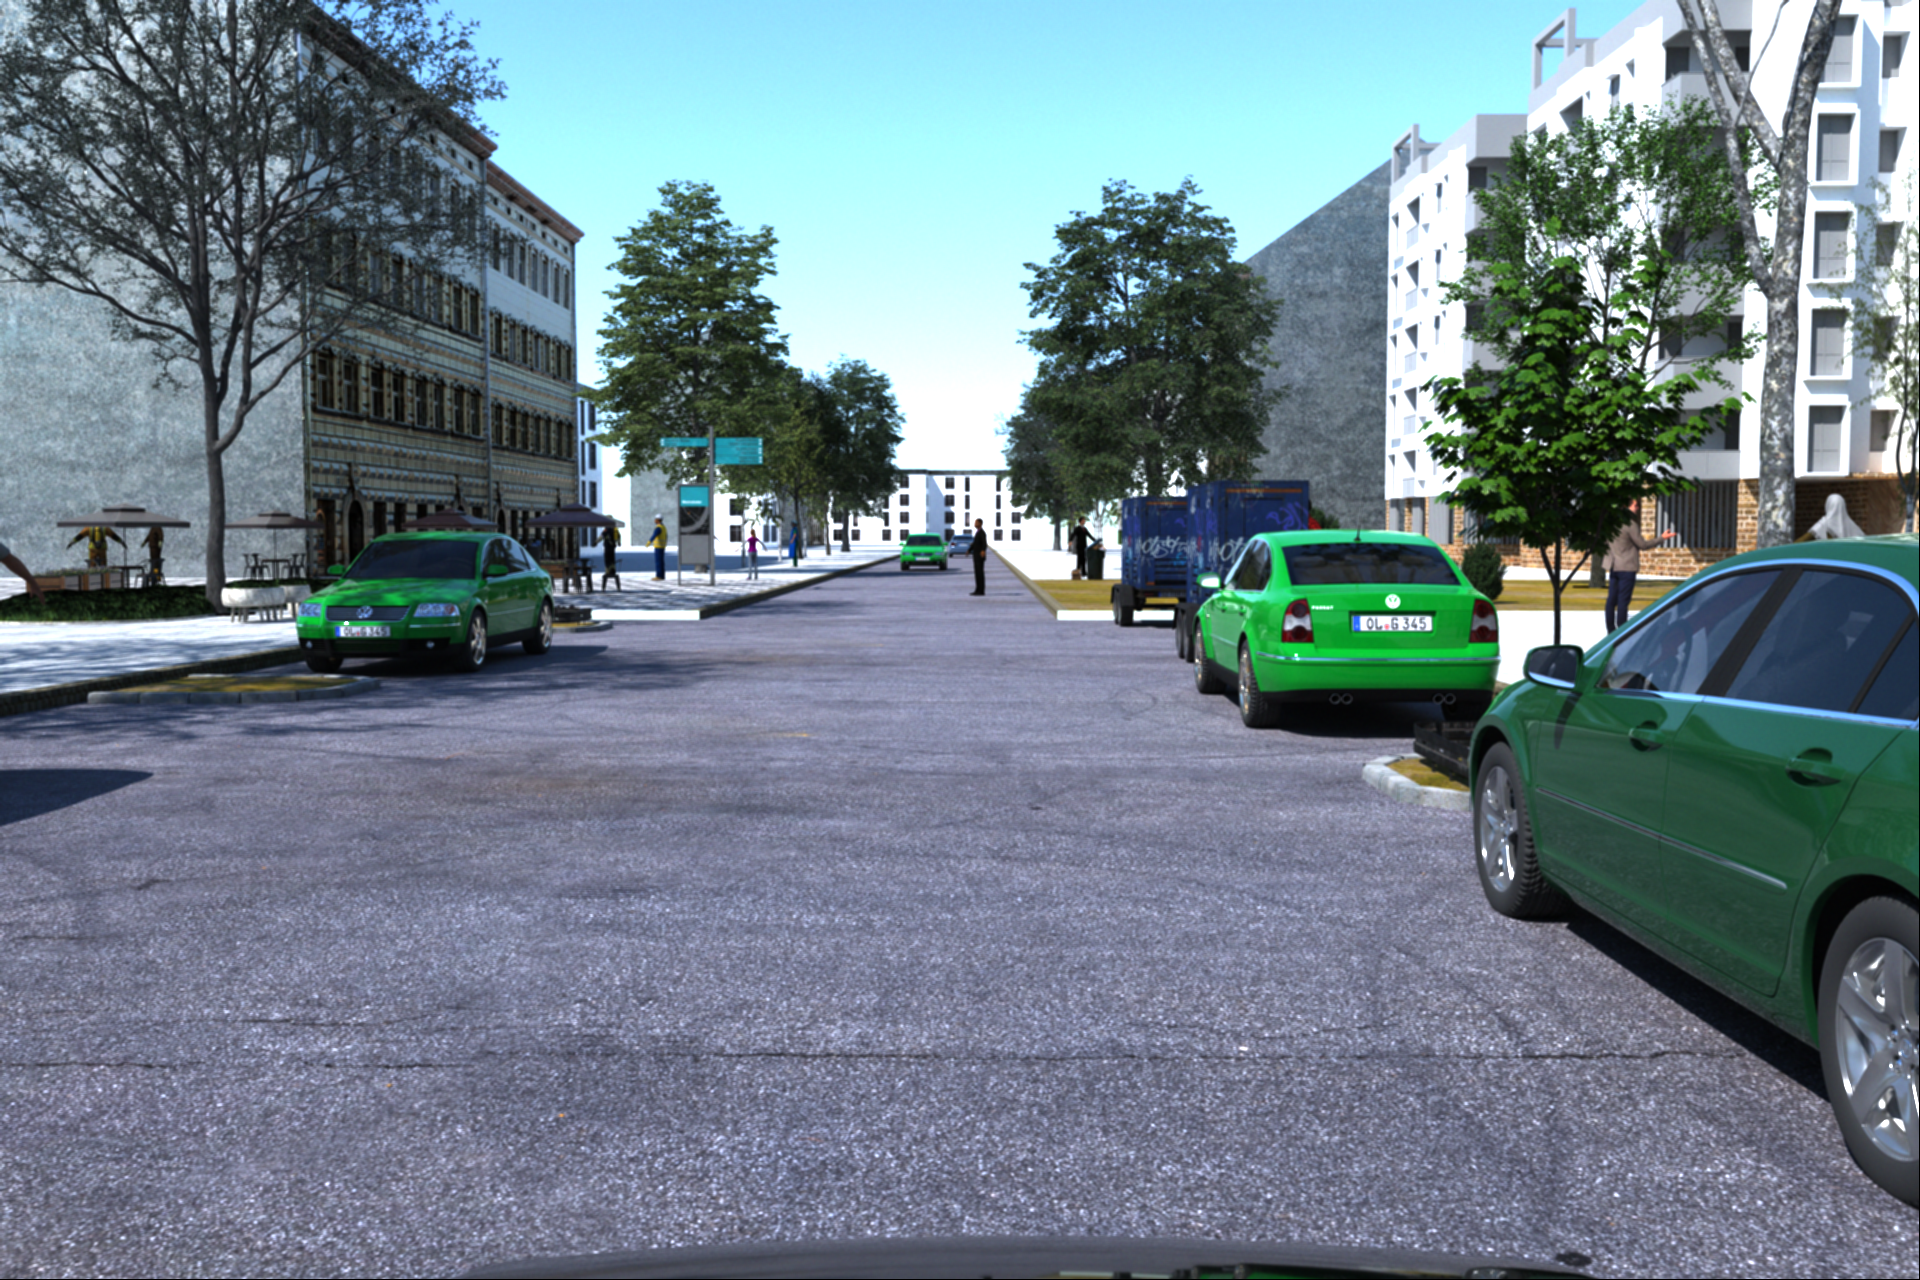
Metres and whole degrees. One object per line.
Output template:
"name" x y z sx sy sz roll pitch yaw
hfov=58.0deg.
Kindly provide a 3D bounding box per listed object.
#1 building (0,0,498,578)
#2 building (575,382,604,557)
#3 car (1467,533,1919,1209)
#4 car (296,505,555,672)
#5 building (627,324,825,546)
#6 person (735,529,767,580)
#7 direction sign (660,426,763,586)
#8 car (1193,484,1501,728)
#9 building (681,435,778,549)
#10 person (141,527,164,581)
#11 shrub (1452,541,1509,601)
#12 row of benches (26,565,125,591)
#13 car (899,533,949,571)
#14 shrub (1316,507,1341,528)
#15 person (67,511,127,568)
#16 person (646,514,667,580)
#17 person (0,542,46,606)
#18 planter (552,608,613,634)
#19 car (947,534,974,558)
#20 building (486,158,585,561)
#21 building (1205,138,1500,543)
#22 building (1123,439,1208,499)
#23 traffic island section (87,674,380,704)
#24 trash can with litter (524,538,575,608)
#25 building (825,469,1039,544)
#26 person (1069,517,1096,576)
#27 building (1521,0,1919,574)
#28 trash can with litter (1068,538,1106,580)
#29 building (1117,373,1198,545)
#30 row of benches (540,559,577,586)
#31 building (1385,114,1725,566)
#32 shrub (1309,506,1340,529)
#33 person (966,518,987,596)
"building" -27.923 -13.939 58.834 19.493 23.208 18.063 0 4 1
"building" -25.514 -9.803 102.426 9.099 9.664 28.070 0 4 1
"car" 2.916 0.410 5.089 2.131 1.459 4.920 0 4 0
"car" -5.845 -0.645 19.349 1.959 1.807 4.718 0 4 1
"building" -24.817 -21.855 188.263 19.493 23.208 18.063 0 4 1
"person" -5.881 -2.424 48.901 0.991 1.433 0.599 -2 4 -34
"direction sign" -6.121 -3.340 43.370 2.525 3.948 1.411 0 4 1
"car" 2.999 -0.329 14.167 1.959 1.807 4.718 0 4 0
"building" -21.201 -13.317 159.873 9.099 9.664 28.070 0 3 0
"person" -21.741 -2.482 46.723 0.704 1.812 1.346 -3 5 -45
"shrub" 9.609 -1.277 31.995 1.383 1.207 1.383 0 3 0
"row of benches" -16.389 -1.027 32.252 1.422 0.672 4.104 -1 4 -12
"car" -1.420 -3.677 68.910 1.959 1.807 4.718 0 4 1
"shrub" 9.975 -2.667 48.020 1.690 2.028 1.600 0 3 0
"person" -21.367 -2.272 42.908 1.354 1.858 0.705 -2 4 -30
"person" -8.405 -2.587 48.273 0.705 1.833 1.349 1 4 12
"person" -7.221 -0.250 12.400 0.705 1.847 1.347 3 5 40
"planter" -6.284 -0.290 25.880 1.991 0.319 1.994 0 4 1
"car" 0.178 -5.796 106.766 2.014 1.417 4.499 0 3 0
"building" -28.662 -15.130 78.308 19.493 23.208 18.063 0 4 0
"building" 25.553 -16.804 105.667 19.493 23.208 18.063 0 4 0
"building" 21.275 -13.751 166.983 9.099 9.664 28.070 0 4 0
"traffic island section" -6.388 0.443 15.627 1.991 0.108 1.994 0 4 1
"trash can with litter" -6.990 -1.108 29.172 1.678 1.210 2.233 0 4 1
"building" -3.935 -17.063 223.587 28.070 9.664 9.099 0 4 6
"person" 3.727 -2.842 52.651 1.347 1.806 0.705 -3 5 -45
"building" 26.403 -12.687 63.856 16.016 20.090 11.380 0 4 0
"trash can with litter" 3.558 -2.275 48.590 1.055 1.170 0.624 0 4 -1
"building" 27.702 -20.208 196.856 16.747 18.905 31.486 0 4 0
"row of benches" -11.303 -1.646 42.371 4.104 0.672 1.422 -1 4 -17
"building" 25.509 -13.754 81.299 16.016 20.090 11.380 0 4 1
"shrub" 7.913 -2.150 39.571 1.690 2.028 1.600 0 3 0
"person" 0.420 -1.939 40.384 0.704 1.802 1.346 -1 4 -16
